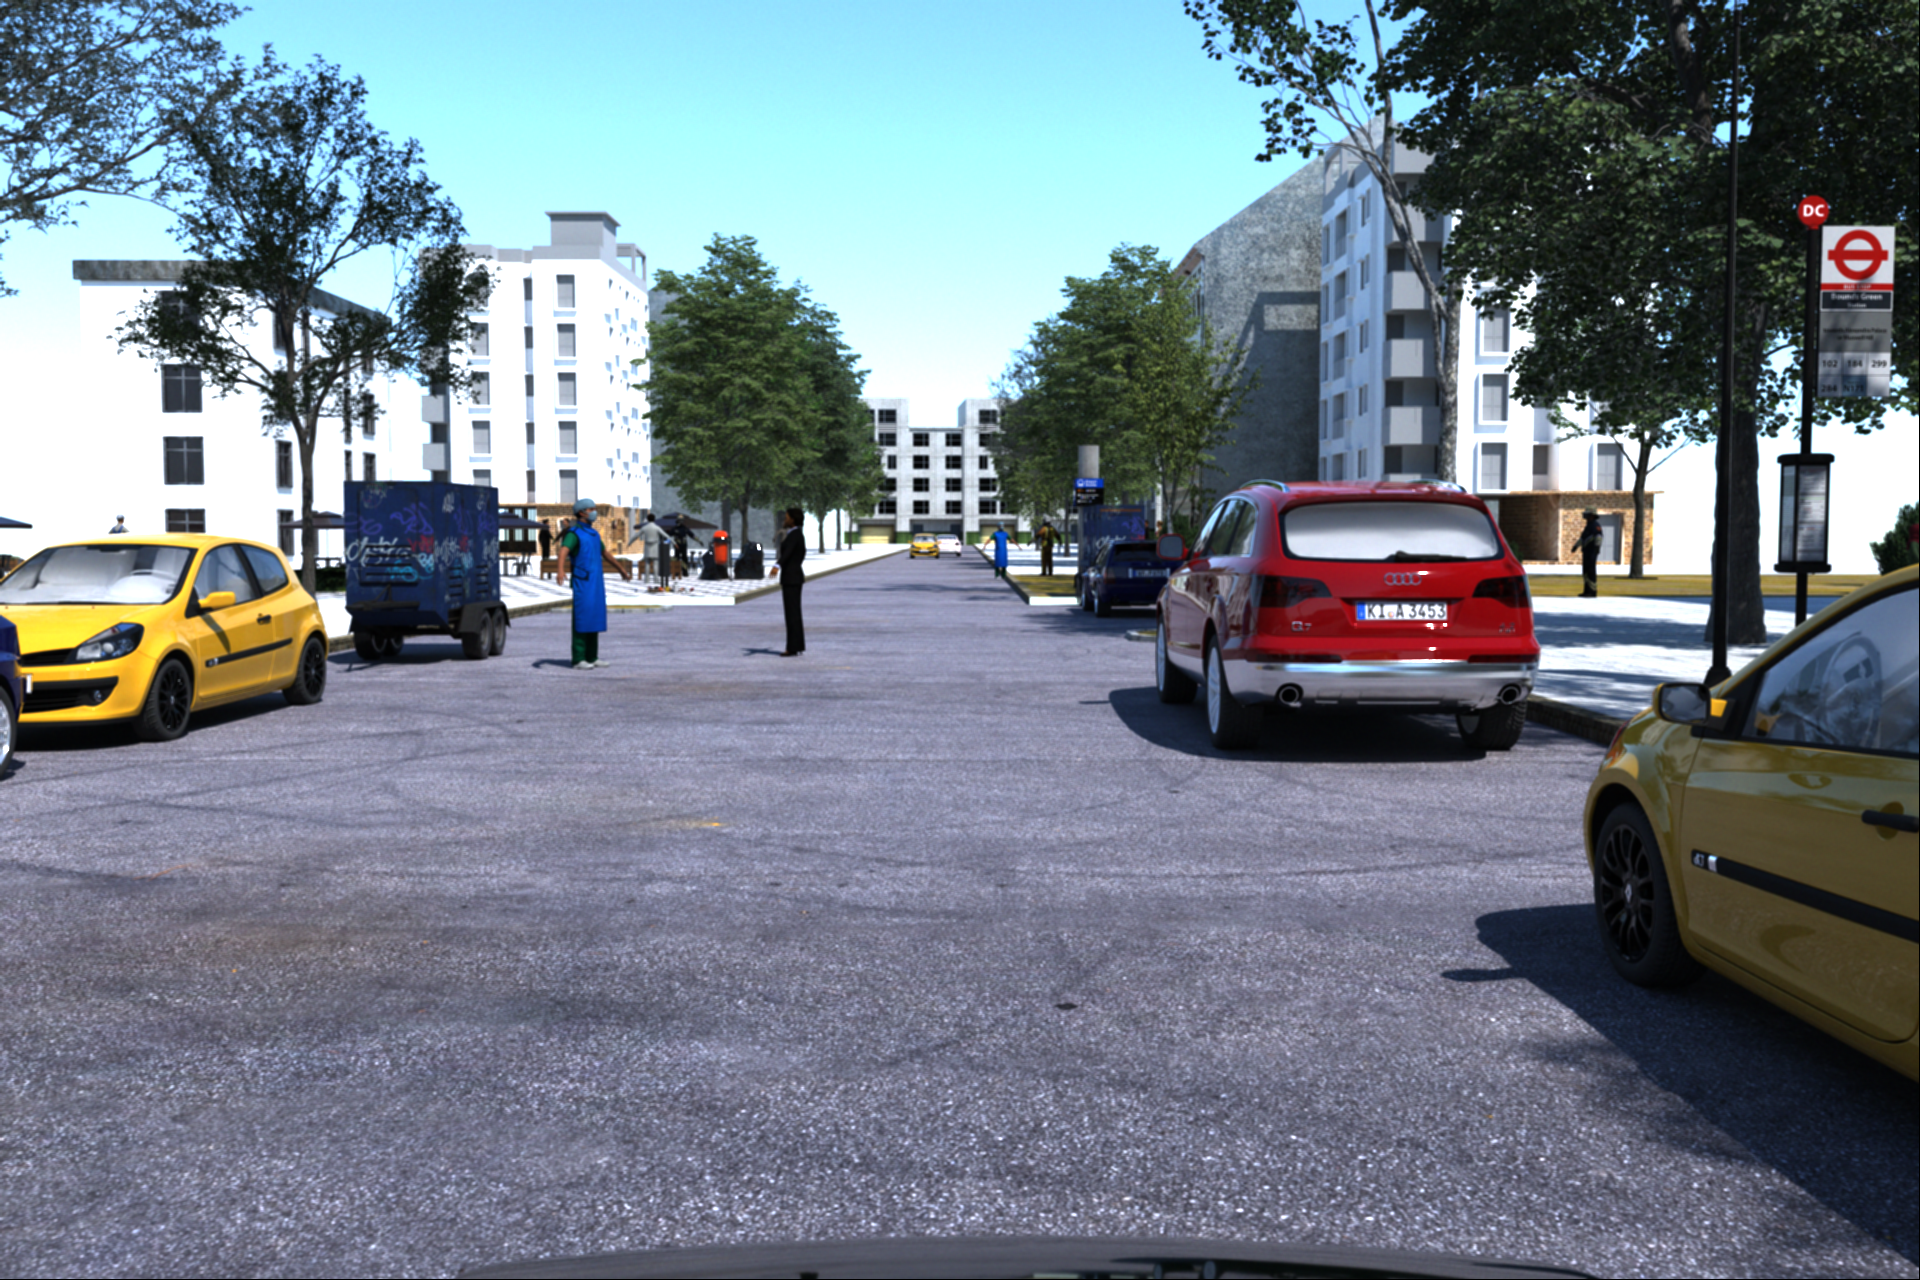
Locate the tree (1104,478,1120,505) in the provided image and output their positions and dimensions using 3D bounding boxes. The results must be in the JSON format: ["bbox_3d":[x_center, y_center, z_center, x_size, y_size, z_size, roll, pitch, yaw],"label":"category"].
[{"bbox_3d":[21.113,-17.875,226.675,7.601,10.594,8.767,0,4,-3],"label":"tree"}]

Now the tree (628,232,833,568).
[{"bbox_3d":[-8.661,-9.002,65.312,7.486,12.596,7.792,0,3,0],"label":"tree"}]

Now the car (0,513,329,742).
[{"bbox_3d":[-6.278,-0.181,13.185,2.015,1.641,3.980,0,4,0],"label":"car"}]

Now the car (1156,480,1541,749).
[{"bbox_3d":[2.698,-0.269,13.078,2.281,1.827,5.304,0,4,0],"label":"car"}]

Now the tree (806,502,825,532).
[{"bbox_3d":[-18.535,-17.110,230.103,4.737,8.622,4.395,0,3,0],"label":"tree"}]

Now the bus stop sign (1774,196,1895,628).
[{"bbox_3d":[6.944,-1.533,13.766,0.855,3.939,0.416,0,3,0],"label":"bus stop sign"}]

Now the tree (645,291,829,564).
[{"bbox_3d":[-9.468,-9.122,74.893,9.928,11.665,9.643,0,3,0],"label":"tree"}]

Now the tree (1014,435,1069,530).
[{"bbox_3d":[6.030,-10.279,118.421,4.737,8.622,4.395,0,3,0],"label":"tree"}]

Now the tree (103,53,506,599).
[{"bbox_3d":[-12.240,-6.025,32.927,8.767,10.594,7.601,1,4,22],"label":"tree"}]

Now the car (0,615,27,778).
[{"bbox_3d":[-6.377,0.246,8.562,1.945,1.354,3.894,0,3,0],"label":"car"}]

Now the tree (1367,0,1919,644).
[{"bbox_3d":[9.208,-6.931,19.984,9.857,13.997,8.962,0,3,0],"label":"tree"}]

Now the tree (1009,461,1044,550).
[{"bbox_3d":[5.968,-11.561,139.380,4.360,8.622,3.978,0,3,0],"label":"tree"}]

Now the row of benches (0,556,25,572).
[{"bbox_3d":[-26.849,-2.186,51.197,4.104,0.672,1.422,-1,4,-12],"label":"row of benches"}]

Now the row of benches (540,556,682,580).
[{"bbox_3d":[-9.744,-2.035,48.729,4.104,0.672,1.422,1,4,9],"label":"row of benches"}]

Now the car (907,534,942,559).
[{"bbox_3d":[-2.066,-5.606,101.881,2.015,1.641,3.980,0,4,0],"label":"car"}]

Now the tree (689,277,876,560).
[{"bbox_3d":[-8.826,-10.884,84.616,9.857,13.997,8.962,0,3,0],"label":"tree"}]

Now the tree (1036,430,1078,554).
[{"bbox_3d":[6.175,-9.753,109.826,4.360,8.622,3.978,0,3,0],"label":"tree"}]

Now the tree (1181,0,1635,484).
[{"bbox_3d":[8.686,-10.910,34.268,12.611,20.169,13.585,0,3,0],"label":"tree"}]

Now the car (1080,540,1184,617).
[{"bbox_3d":[3.166,-1.135,31.139,1.945,1.354,3.894,0,4,-1],"label":"car"}]

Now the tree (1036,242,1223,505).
[{"bbox_3d":[6.779,-9.134,67.466,7.486,12.596,7.792,0,3,0],"label":"tree"}]

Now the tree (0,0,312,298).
[{"bbox_3d":[-12.787,-6.649,19.084,12.009,13.543,11.850,0,3,0],"label":"tree"}]

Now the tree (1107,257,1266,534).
[{"bbox_3d":[5.705,-5.850,46.005,4.737,8.622,4.395,0,3,0],"label":"tree"}]

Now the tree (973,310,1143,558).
[{"bbox_3d":[5.821,-11.283,94.851,12.009,13.543,11.850,0,3,0],"label":"tree"}]

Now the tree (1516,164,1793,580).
[{"bbox_3d":[19.364,-7.534,48.943,9.928,11.665,9.643,0,3,0],"label":"tree"}]

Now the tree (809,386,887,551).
[{"bbox_3d":[-9.564,-12.986,130.453,7.486,12.596,7.792,0,3,0],"label":"tree"}]

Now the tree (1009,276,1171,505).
[{"bbox_3d":[6.051,-9.721,77.072,7.486,12.596,7.792,0,3,0],"label":"tree"}]

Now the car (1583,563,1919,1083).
[{"bbox_3d":[2.976,0.359,4.352,2.015,1.641,3.980,0,4,-1],"label":"car"}]

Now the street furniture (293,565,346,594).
[{"bbox_3d":[-15.667,-1.608,41.909,5.734,0.657,10.072,-3,5,-42],"label":"street furniture"}]

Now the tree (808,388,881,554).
[{"bbox_3d":[-9.052,-11.477,113.399,9.928,11.665,9.643,0,3,0],"label":"tree"}]

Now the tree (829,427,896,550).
[{"bbox_3d":[-8.689,-12.672,141.599,7.601,10.594,8.767,-2,4,-28],"label":"tree"}]

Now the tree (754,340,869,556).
[{"bbox_3d":[-9.212,-11.188,101.057,7.486,12.596,7.792,0,3,0],"label":"tree"}]

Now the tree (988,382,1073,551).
[{"bbox_3d":[5.694,-12.891,128.898,7.486,12.596,7.792,0,3,0],"label":"tree"}]

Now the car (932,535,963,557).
[{"bbox_3d":[-0.867,-6.041,111.137,2.083,1.381,4.827,0,4,-1],"label":"car"}]
